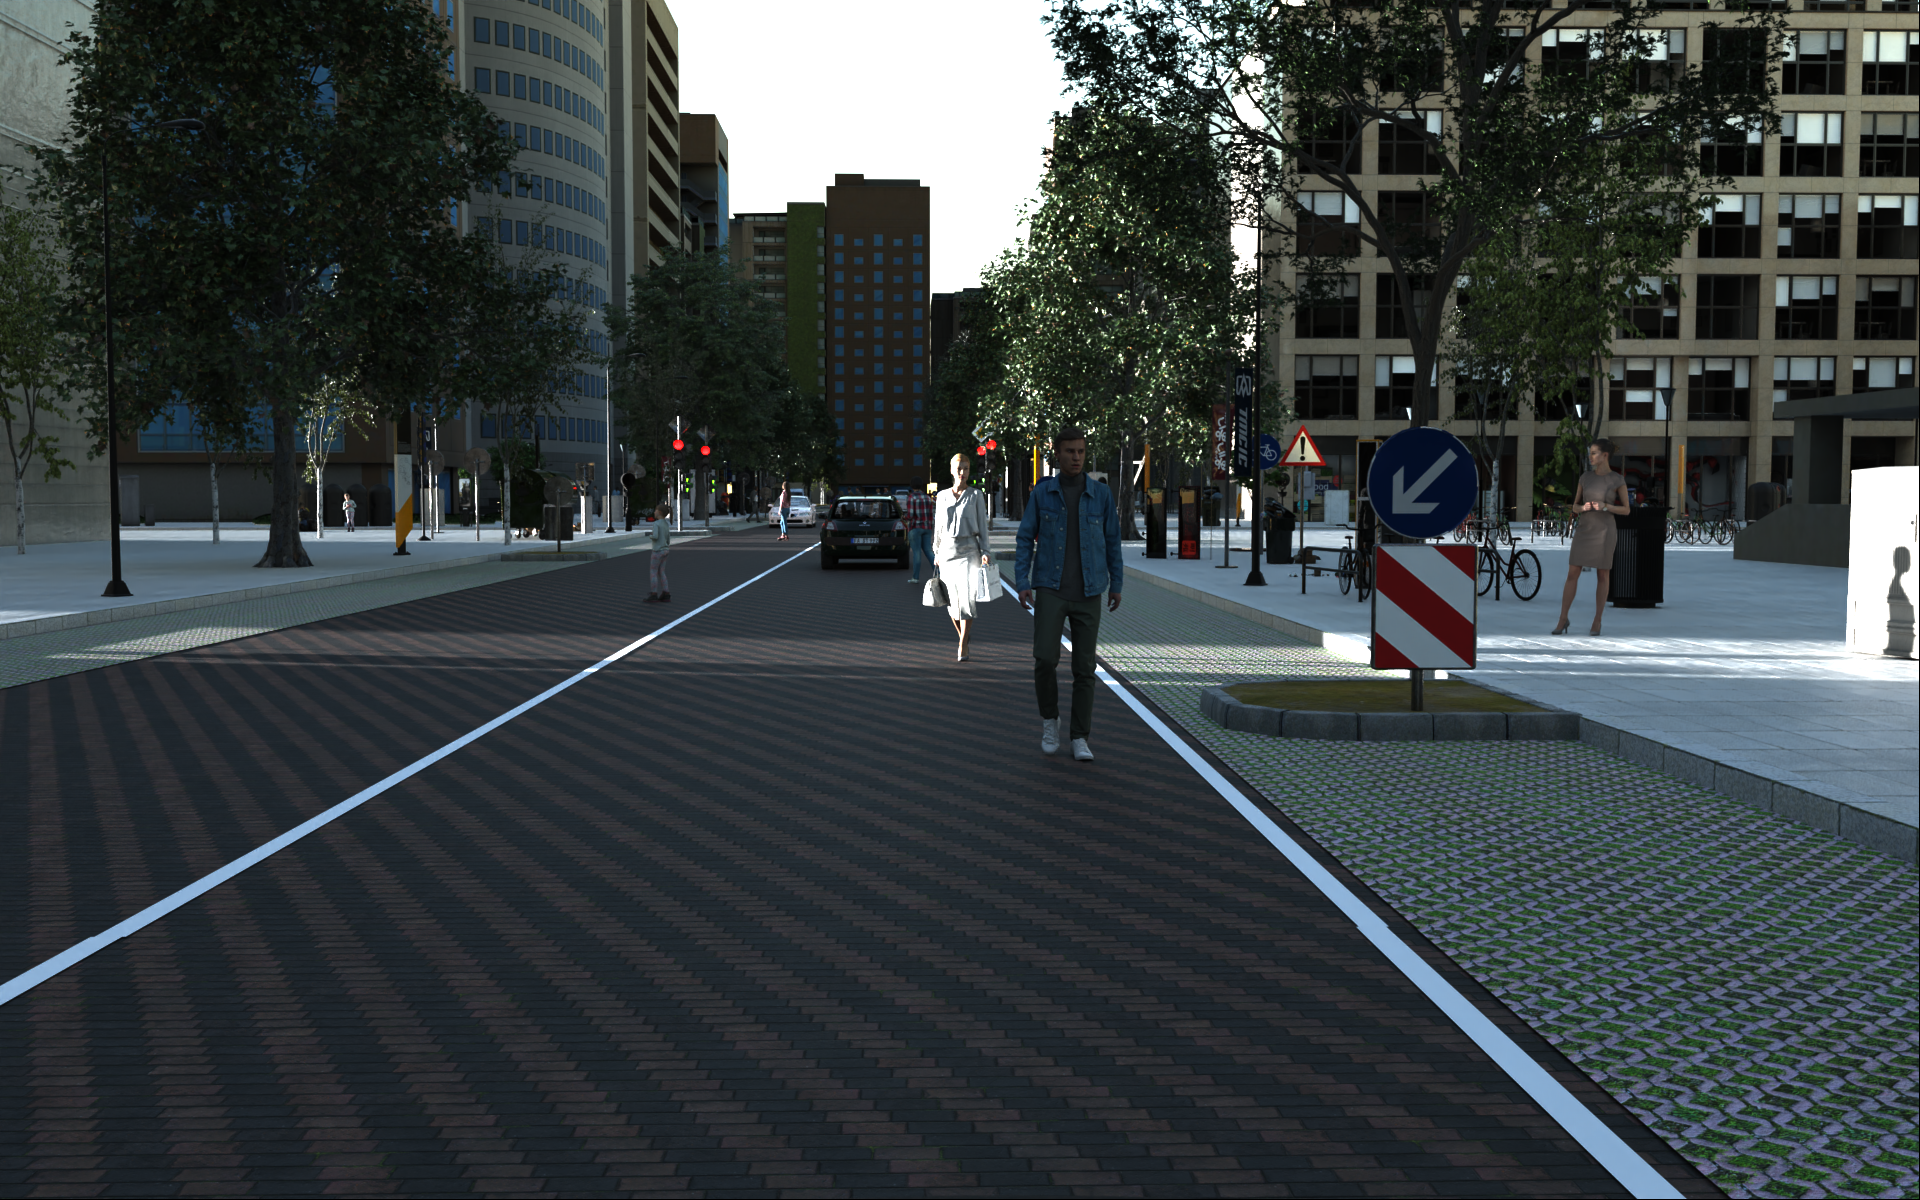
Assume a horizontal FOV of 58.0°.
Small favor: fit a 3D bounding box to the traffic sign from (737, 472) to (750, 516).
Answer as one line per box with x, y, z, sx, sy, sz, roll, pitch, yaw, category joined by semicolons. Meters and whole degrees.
-12.688;-6.211;101.649;0.768;2.556;0.104;0;4;5;traffic sign

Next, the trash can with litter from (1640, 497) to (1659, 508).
24.365;-3.046;61.190;0.624;1.170;1.055;1;4;23;trash can with litter

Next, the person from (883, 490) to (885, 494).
-7.583;-9.999;171.974;0.705;1.826;1.348;0;4;7;person

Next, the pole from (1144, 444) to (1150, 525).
7.682;-4.724;71.076;0.158;3.312;0.155;0;3;0;pole

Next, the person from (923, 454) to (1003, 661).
0.050;-0.381;15.080;0.694;1.780;0.624;2;4;32;person

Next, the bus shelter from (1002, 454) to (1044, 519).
3.234;-7.167;94.819;2.179;5.291;8.768;0;4;-2;bus shelter

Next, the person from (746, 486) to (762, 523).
-10.231;-4.746;86.195;0.850;1.850;0.679;0;4;-8;person

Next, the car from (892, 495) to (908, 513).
-4.065;-6.280;115.043;2.083;1.381;4.827;0;4;-1;car

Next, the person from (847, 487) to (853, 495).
-6.020;-5.328;95.524;0.836;1.842;0.656;-3;5;-45;person

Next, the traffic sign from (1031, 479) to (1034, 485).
4.889;-6.726;109.981;0.884;2.594;0.081;0;4;8;traffic sign

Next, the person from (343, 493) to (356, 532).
-20.758;-2.974;58.947;0.425;1.301;0.394;-2;4;-27;person

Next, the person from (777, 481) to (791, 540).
-5.403;-2.752;53.509;0.388;1.821;0.555;1;4;15;person

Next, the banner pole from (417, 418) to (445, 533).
-17.367;-4.081;56.744;0.863;3.779;0.401;0;4;-6;banner pole

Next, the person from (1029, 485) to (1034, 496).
2.807;-3.460;65.411;0.444;1.785;0.601;2;4;27;person

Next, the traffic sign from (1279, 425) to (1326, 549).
6.455;-1.999;32.691;0.884;2.594;0.081;0;4;4;traffic sign

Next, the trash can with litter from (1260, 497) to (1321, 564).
6.080;-1.258;31.948;1.055;1.170;0.624;-1;4;-16;trash can with litter

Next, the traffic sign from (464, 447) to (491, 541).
-13.110;-2.870;47.028;0.768;2.556;0.104;0;4;6;traffic sign

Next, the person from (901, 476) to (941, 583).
-0.629;-1.130;27.817;0.563;1.720;0.643;-3;5;-42;person

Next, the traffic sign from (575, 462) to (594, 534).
-12.036;-3.270;55.601;0.606;2.300;0.079;0;4;2;traffic sign

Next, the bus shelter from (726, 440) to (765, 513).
-15.171;-8.815;121.765;2.179;5.291;8.768;0;4;-2;bus shelter

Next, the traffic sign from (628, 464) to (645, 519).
-13.693;-4.480;73.357;0.768;2.556;0.104;0;4;0;traffic sign

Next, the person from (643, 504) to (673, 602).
-4.020;-0.627;23.025;0.394;1.301;0.425;0;4;3;person

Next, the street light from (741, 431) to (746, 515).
-12.506;-8.050;104.164;1.470;5.913;1.316;0;4;-2;street light

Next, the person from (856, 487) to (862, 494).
-5.997;-5.661;100.859;0.447;1.846;0.655;1;4;17;person

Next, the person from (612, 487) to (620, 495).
-23.424;-6.822;117.847;0.793;1.790;0.793;2;4;26;person

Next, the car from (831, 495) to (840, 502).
-9.032;-7.437;134.180;1.945;1.354;3.894;0;4;-3;car

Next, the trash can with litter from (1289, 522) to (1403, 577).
6.221;-0.976;27.012;2.233;1.210;1.678;0;4;0;trash can with litter

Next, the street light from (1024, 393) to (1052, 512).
2.595;-5.351;60.034;1.470;5.913;1.316;0;4;-2;street light

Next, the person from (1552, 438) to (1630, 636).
5.723;-0.570;15.706;0.599;1.781;0.374;3;5;39;person

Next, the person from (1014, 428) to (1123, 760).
0.593;-0.033;9.392;0.601;1.785;0.444;0;4;0;person

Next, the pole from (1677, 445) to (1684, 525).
29.936;-4.776;71.936;0.158;3.312;0.155;0;3;0;pole

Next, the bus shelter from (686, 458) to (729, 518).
-14.065;-6.266;96.368;2.014;3.302;5.546;0;4;-2;bus shelter

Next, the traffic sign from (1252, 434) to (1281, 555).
6.389;-2.235;36.642;0.768;2.556;0.104;0;4;6;traffic sign

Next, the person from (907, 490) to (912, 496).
-4.346;-8.772;151.934;1.348;1.823;0.705;3;5;39;person

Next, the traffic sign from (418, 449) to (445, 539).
-15.010;-3.001;49.180;0.768;2.556;0.104;0;4;4;traffic sign

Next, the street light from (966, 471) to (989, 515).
1.186;-8.254;107.499;1.470;5.913;1.316;0;4;-2;street light

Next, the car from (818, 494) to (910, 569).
-1.848;-1.507;34.426;2.009;1.686;4.222;0;4;-2;car

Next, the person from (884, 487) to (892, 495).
-4.182;-5.606;99.959;0.655;1.846;0.447;2;4;35;person

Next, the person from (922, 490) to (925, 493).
-2.965;-8.158;142.065;0.419;1.800;0.721;-2;4;-24;person

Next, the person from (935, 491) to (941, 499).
-1.901;-9.591;165.990;1.217;1.739;0.721;-2;4;-35;person

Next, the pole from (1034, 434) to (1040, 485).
2.614;-3.975;58.835;0.158;3.312;0.155;0;3;0;pole

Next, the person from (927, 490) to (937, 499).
-2.725;-9.069;156.748;1.348;1.831;0.705;0;4;-2;person

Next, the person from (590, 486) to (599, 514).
-23.113;-6.310;109.413;0.583;1.804;0.606;0;4;3;person

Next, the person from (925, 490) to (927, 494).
-3.325;-10.060;172.989;0.705;1.822;1.348;-2;4;-35;person

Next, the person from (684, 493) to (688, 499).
-17.467;-6.441;111.631;0.573;1.790;0.520;1;4;21;person

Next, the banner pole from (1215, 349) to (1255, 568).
4.814;-2.453;30.125;0.863;3.779;0.401;-3;4;-37;banner pole

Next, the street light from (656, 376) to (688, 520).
-11.378;-5.852;68.216;1.470;5.913;1.316;0;4;-2;street light

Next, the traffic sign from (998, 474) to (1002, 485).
2.584;-6.834;111.465;0.795;2.593;0.064;0;4;5;traffic sign

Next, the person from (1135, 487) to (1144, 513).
12.034;-6.685;115.698;0.624;1.780;0.694;3;5;41;person

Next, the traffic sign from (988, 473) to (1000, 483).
2.056;-6.521;106.717;0.768;2.556;0.104;0;4;-1;traffic sign

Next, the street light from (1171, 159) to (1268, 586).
3.616;-3.158;24.173;1.470;5.913;1.316;0;4;-2;street light

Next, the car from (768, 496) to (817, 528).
-7.196;-3.808;74.620;2.083;1.381;4.827;0;4;-2;car

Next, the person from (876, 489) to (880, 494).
-5.190;-6.200;110.221;0.624;1.780;0.694;2;4;30;person

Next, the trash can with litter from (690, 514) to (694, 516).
-15.534;-5.436;100.263;0.624;1.170;1.055;-1;4;-9;trash can with litter

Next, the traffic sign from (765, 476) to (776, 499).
-13.343;-7.462;122.107;0.768;2.556;0.104;0;4;1;traffic sign
